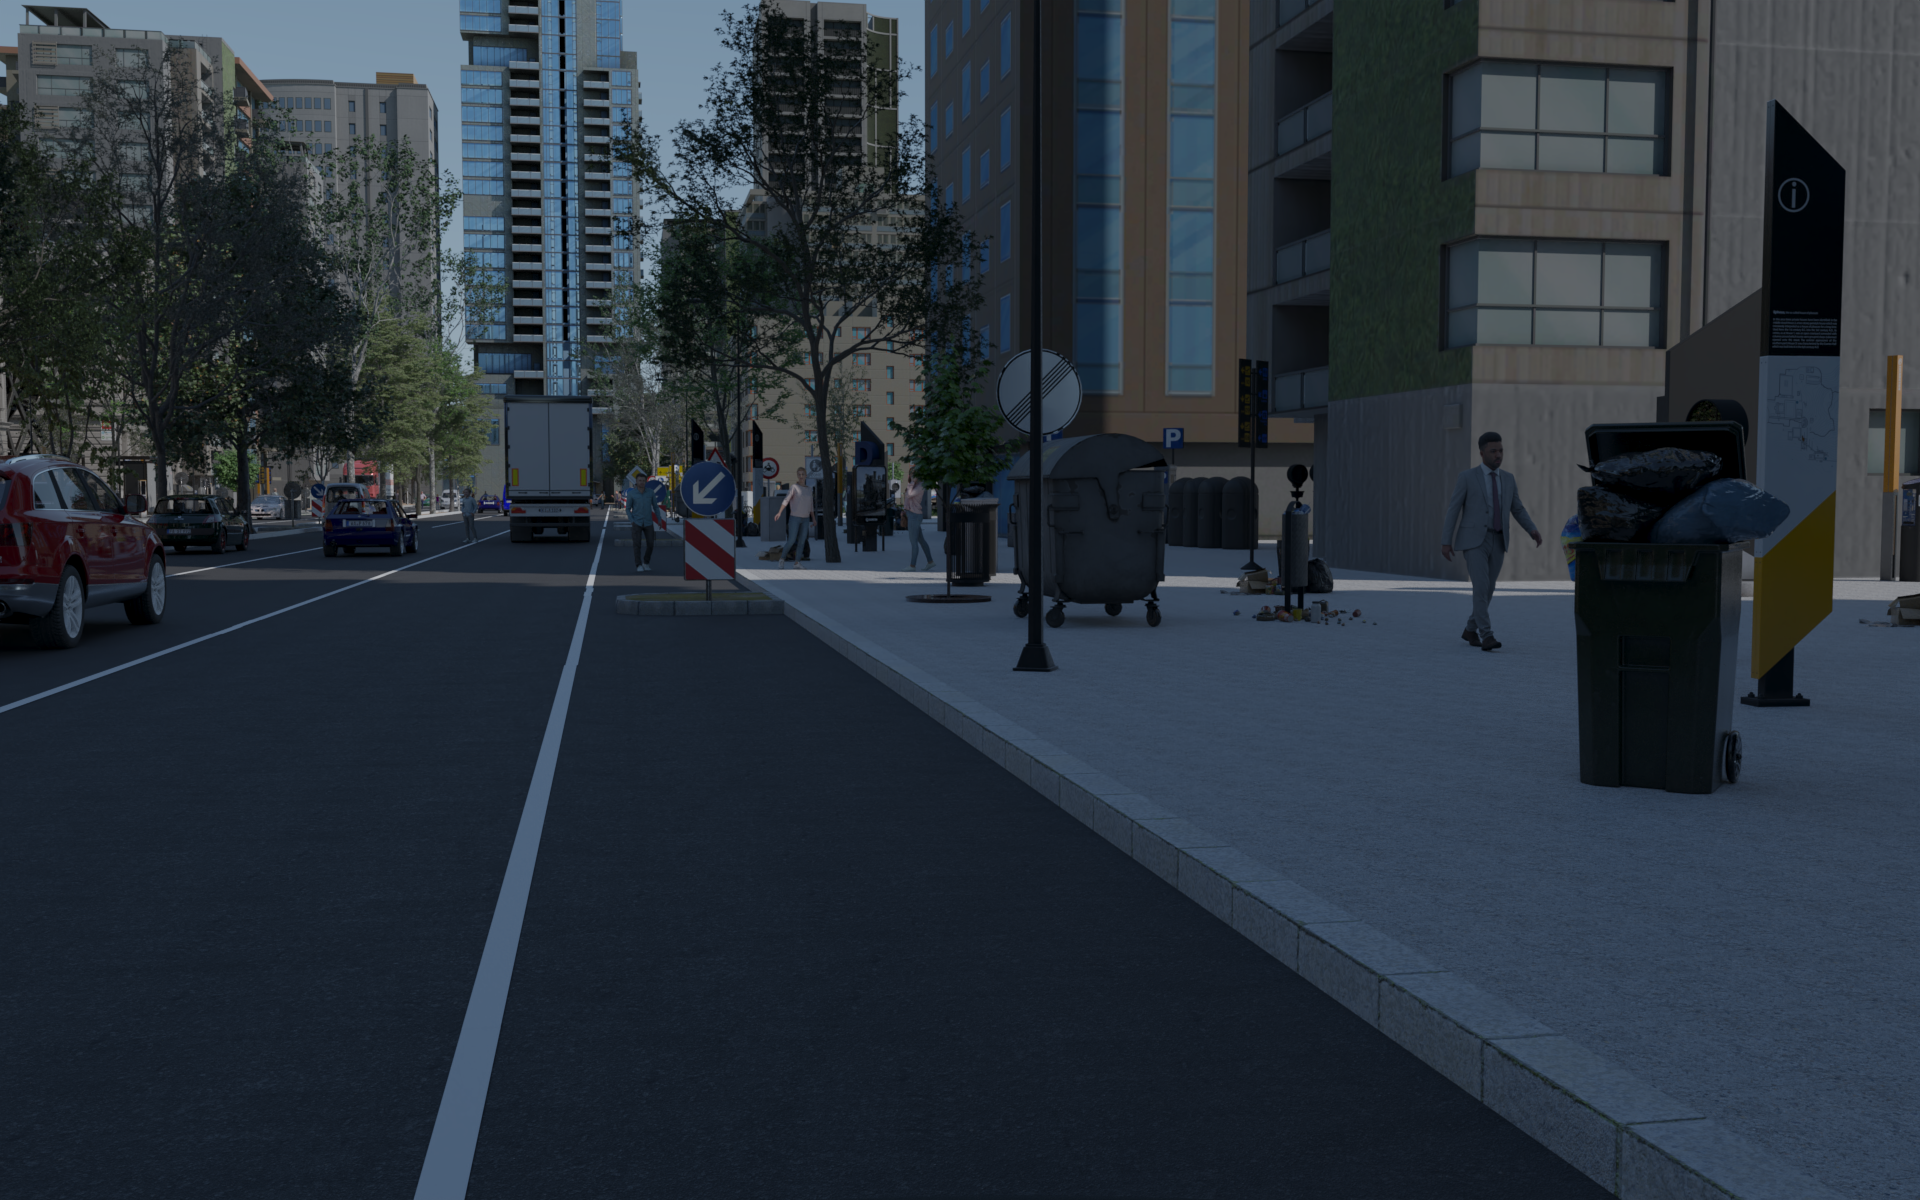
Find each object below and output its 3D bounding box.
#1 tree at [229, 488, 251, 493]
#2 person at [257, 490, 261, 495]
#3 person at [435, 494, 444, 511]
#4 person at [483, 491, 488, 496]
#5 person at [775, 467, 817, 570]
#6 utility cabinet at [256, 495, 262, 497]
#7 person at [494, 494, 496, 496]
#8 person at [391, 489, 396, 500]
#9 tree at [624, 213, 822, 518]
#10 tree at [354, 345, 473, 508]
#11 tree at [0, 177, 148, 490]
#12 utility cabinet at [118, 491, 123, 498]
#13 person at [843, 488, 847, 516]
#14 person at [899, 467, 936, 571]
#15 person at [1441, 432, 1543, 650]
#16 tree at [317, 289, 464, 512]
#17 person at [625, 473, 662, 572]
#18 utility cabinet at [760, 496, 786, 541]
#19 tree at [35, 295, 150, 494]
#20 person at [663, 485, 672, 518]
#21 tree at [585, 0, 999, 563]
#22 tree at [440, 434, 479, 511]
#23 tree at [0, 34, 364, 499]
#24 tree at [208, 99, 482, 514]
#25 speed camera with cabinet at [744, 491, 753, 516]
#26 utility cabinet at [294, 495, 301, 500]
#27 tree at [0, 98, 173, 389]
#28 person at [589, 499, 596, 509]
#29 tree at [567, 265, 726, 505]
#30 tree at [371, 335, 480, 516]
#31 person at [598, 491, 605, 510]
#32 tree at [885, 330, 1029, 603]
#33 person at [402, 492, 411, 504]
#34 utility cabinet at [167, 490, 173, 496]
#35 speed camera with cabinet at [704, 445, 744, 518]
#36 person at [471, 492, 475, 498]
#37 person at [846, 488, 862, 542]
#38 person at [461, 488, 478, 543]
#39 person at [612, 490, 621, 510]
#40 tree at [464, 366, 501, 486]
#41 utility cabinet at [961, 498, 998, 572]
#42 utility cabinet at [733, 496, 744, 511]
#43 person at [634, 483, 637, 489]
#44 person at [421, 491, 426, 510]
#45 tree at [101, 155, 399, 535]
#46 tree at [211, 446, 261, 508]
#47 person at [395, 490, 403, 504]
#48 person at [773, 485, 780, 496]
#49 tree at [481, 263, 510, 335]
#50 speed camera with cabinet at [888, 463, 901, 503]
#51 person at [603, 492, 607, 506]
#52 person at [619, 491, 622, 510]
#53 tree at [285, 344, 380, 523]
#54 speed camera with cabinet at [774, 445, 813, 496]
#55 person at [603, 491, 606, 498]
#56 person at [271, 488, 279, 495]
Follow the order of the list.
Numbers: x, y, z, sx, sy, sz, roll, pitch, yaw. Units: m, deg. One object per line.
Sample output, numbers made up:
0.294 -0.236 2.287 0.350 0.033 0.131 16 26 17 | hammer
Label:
-49.221 -7.561 118.221 1.663 3.219 1.824 0 3 0 | tree
-62.853 -9.100 155.530 0.721 1.736 1.217 -1 4 -15 | person
-45.216 -8.452 149.918 0.991 1.433 0.599 -1 4 -14 | person
-60.003 -12.876 219.012 1.348 1.826 0.705 1 4 18 | person
-2.869 -1.388 29.410 0.598 1.740 0.731 3 5 40 | person
-53.840 -7.489 133.600 1.020 1.237 0.306 2 4 32 | utility cabinet
-50.661 -10.824 188.724 1.065 1.426 0.557 1 4 18 | person
-53.971 -9.595 165.002 0.705 1.869 1.348 0 4 1 | person
-8.702 -8.442 63.787 9.928 11.665 9.643 0 3 0 | tree
-33.034 -10.118 102.296 8.767 10.594 7.601 -1 4 -11 | tree
-19.801 -5.210 38.006 4.737 8.622 4.395 0 3 0 | tree
-59.133 -6.877 121.116 1.173 1.500 0.318 1 4 11 | utility cabinet
-6.664 -5.815 101.471 0.721 1.781 0.623 2 4 29 | person
-0.688 -1.357 28.825 0.643 1.750 0.593 -1 4 -12 | person
4.352 -0.490 14.322 0.678 1.792 0.850 -1 4 -12 | person
-31.717 -10.650 94.719 7.486 12.596 7.792 0 3 0 | tree
-5.908 -1.452 32.260 0.660 1.820 0.620 -2 4 -28 | person
-5.107 -2.212 47.330 0.306 1.237 1.020 1 4 21 | utility cabinet
-42.104 -9.802 86.026 9.928 11.665 9.643 0 3 0 | tree
-15.780 -5.334 93.498 0.529 1.795 0.600 -2 4 -23 | person
-2.701 -5.984 32.257 7.601 10.594 8.767 1 4 16 | tree
-40.942 -11.526 141.271 4.737 8.622 4.395 0 3 0 | tree
-21.411 -8.155 46.160 12.009 13.543 11.850 0 3 0 | tree
-30.939 -13.815 84.221 12.611 20.169 13.585 0 3 0 | tree
-13.253 -6.614 102.480 2.038 3.252 0.660 2 4 28 | speed camera with cabinet
-54.758 -8.230 143.236 0.318 1.500 1.173 2 4 23 | utility cabinet
-18.748 -5.805 31.775 8.767 10.594 7.601 -1 4 -11 | tree
-34.529 -9.189 162.007 0.557 1.426 1.065 3 4 37 | person
-25.931 -17.612 143.843 12.611 20.169 13.585 0 3 0 | tree
-34.700 -11.177 110.955 9.928 11.665 9.643 0 3 0 | tree
-33.017 -9.193 159.529 0.721 1.735 1.217 1 4 18 | person
-0.131 -1.589 20.587 1.663 3.219 1.824 0 3 0 | tree
-70.343 -13.106 220.421 1.348 1.812 0.705 -3 5 -44 | person
-43.640 -5.308 95.469 0.318 1.500 1.173 -1 4 -15 | utility cabinet
-9.647 -4.581 69.242 0.660 3.252 2.038 -3 5 -44 | speed camera with cabinet
-58.247 -12.083 206.877 0.721 1.723 1.217 1 4 11 | person
-2.792 -2.502 46.305 0.474 1.900 0.648 1 4 9 | person
-14.541 -2.504 51.248 0.589 1.601 0.330 2 4 30 | person
-30.322 -8.789 152.733 0.617 1.759 0.750 1 4 16 | person
-39.636 -13.081 134.458 7.486 12.596 7.792 0 3 0 | tree
0.313 -1.078 28.786 0.306 1.237 1.020 -1 4 -20 | utility cabinet
-8.588 -3.397 66.705 0.306 1.237 1.020 -1 4 -19 | utility cabinet
-11.445 -3.287 62.266 0.620 1.820 0.660 -2 4 -31 | person
-48.203 -8.905 155.031 0.756 1.711 0.436 0 4 1 | person
-24.104 -8.474 58.011 9.611 12.733 9.660 0 3 0 | tree
-47.010 -7.874 112.447 4.285 4.588 4.351 0 3 0 | tree
-40.693 -7.116 125.429 0.593 1.750 0.643 2 4 34 | person
-10.056 -5.656 98.738 1.509 1.804 0.699 2 4 31 | person
-38.367 -16.097 121.535 12.611 20.169 13.585 0 3 0 | tree
-4.786 -7.023 109.167 2.038 3.252 0.660 -2 4 -25 | speed camera with cabinet
-44.121 -12.581 214.934 0.721 1.736 1.217 -3 5 -45 | person
-31.437 -9.206 159.697 0.721 1.739 1.217 0 4 -2 | person
-28.164 -7.558 76.388 4.360 8.622 3.978 0 3 0 | tree
-6.625 -4.646 70.294 2.038 3.252 0.660 3 4 38 | speed camera with cabinet
-45.827 -13.064 222.093 0.705 1.824 1.348 2 4 31 | person
-43.188 -6.163 109.434 0.590 1.801 0.661 2 4 34 | person
